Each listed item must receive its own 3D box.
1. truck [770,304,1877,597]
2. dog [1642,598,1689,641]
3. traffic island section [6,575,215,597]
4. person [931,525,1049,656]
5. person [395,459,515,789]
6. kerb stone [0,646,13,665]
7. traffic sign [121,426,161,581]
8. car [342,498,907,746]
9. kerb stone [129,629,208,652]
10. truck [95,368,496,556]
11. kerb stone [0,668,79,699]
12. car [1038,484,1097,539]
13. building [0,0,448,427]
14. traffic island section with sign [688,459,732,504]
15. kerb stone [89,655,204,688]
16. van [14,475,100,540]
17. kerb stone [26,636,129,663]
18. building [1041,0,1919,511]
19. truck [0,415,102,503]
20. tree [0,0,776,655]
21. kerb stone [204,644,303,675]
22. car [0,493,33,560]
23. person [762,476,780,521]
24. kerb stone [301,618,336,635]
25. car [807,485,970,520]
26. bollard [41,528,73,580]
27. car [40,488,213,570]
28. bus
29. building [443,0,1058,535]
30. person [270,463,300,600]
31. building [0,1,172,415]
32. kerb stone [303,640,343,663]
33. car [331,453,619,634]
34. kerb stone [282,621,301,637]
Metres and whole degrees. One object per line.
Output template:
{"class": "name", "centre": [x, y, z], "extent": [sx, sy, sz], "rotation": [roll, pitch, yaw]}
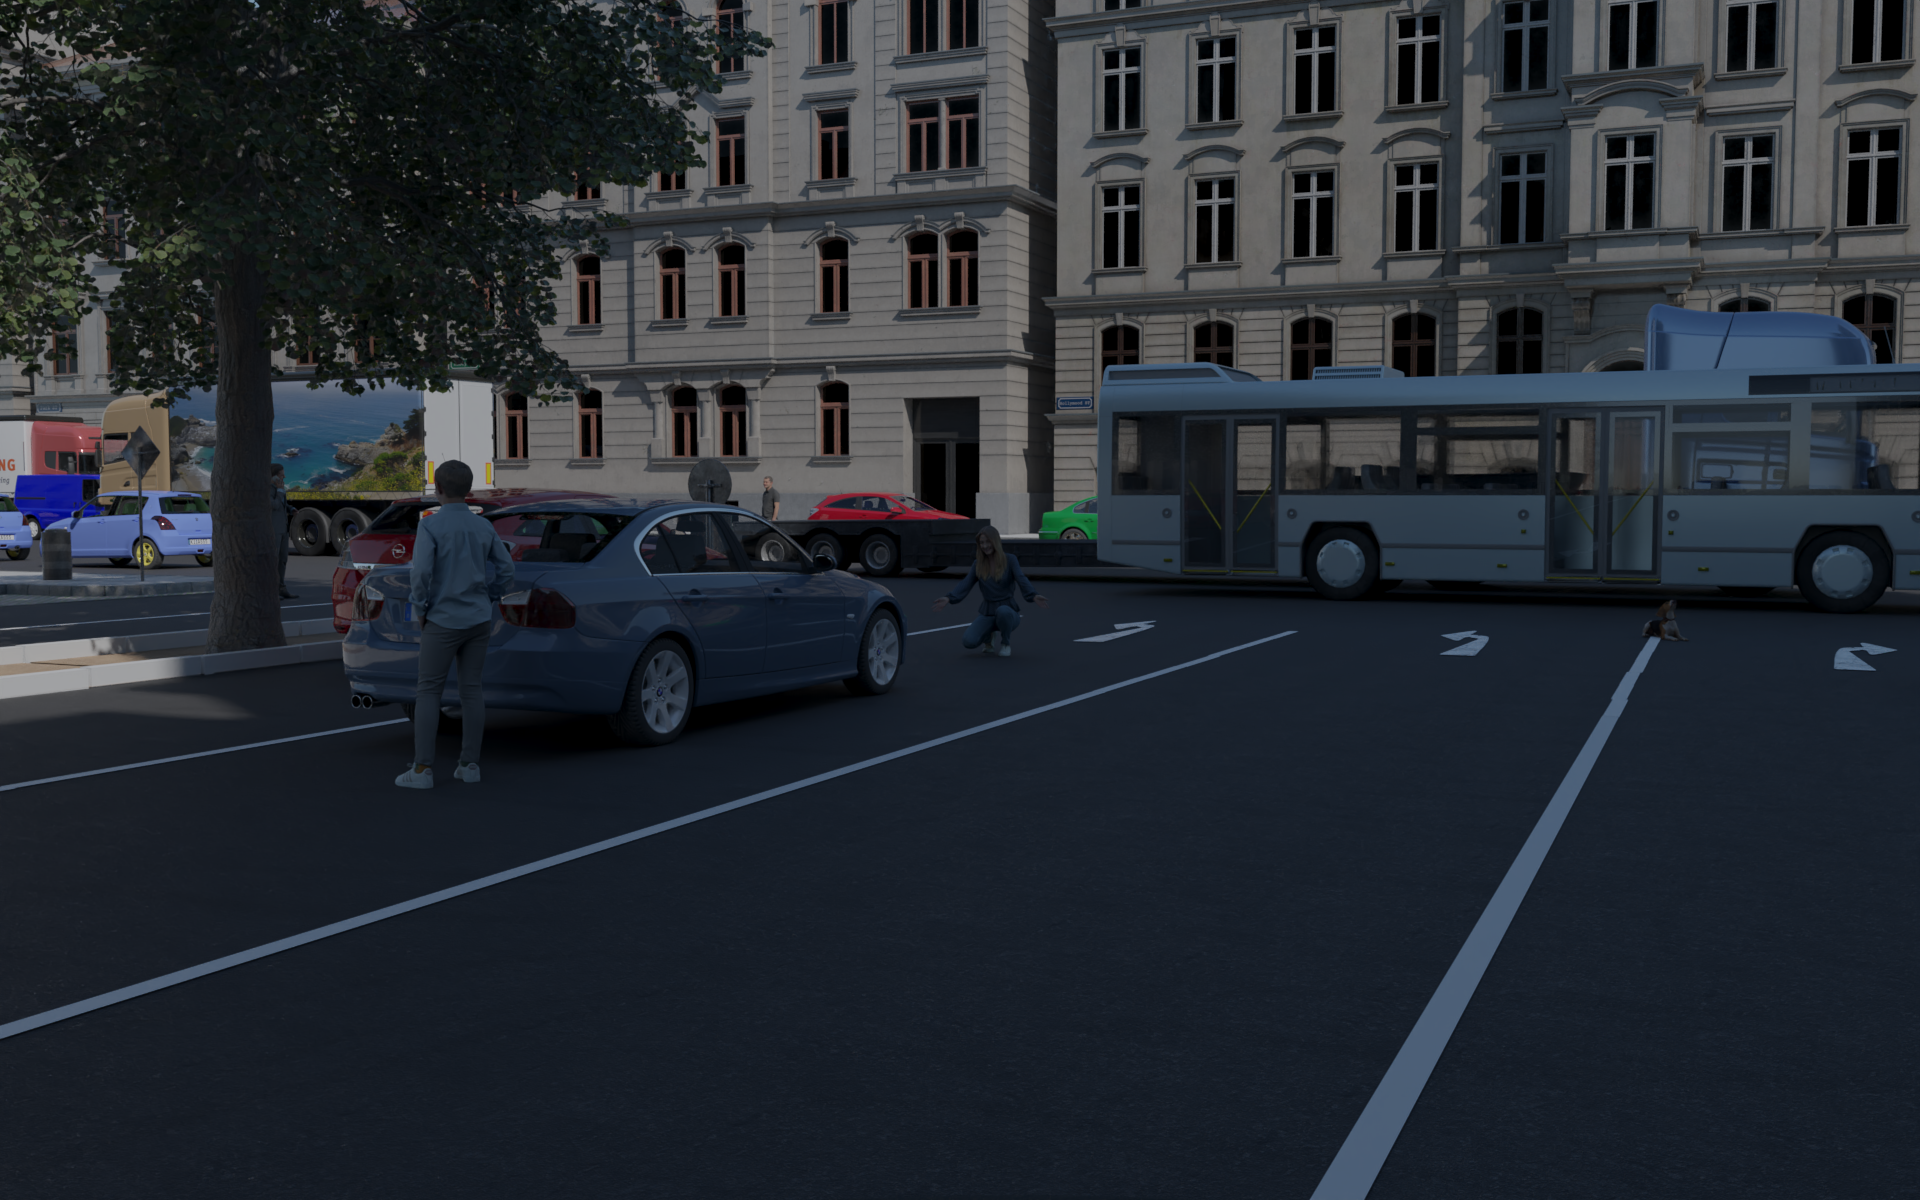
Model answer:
{"class": "truck", "centre": [4.948, -2.330, 27.855], "extent": [18.799, 4.110, 2.967], "rotation": [2, 4, 25]}
{"class": "dog", "centre": [7.056, 0.182, 17.218], "extent": [0.550, 0.427, 0.748], "rotation": [3, 5, 39]}
{"class": "traffic island section", "centre": [-12.056, -0.197, 25.505], "extent": [2.009, 0.180, 2.903], "rotation": [2, 4, 24]}
{"class": "person", "centre": [0.353, -0.083, 15.357], "extent": [1.012, 1.151, 0.738], "rotation": [2, 4, 23]}
{"class": "person", "centre": [-2.507, 0.104, 8.604], "extent": [0.589, 1.601, 0.330], "rotation": [-3, 4, -37]}
{"class": "kerb stone", "centre": [-8.157, 0.496, 14.168], "extent": [0.120, 0.150, 1.000], "rotation": [2, 4, 24]}
{"class": "traffic sign", "centre": [-12.031, -1.333, 25.433], "extent": [0.795, 2.450, 0.064], "rotation": [2, 4, 24]}
{"class": "car", "centre": [-1.936, 0.041, 11.331], "extent": [2.014, 1.417, 4.499], "rotation": [2, 4, 24]}
{"class": "kerb stone", "centre": [-7.312, 0.378, 16.039], "extent": [0.120, 0.150, 1.000], "rotation": [2, 4, 24]}
{"class": "truck", "centre": [-16.357, -3.220, 41.567], "extent": [11.283, 4.237, 2.839], "rotation": [2, 4, 25]}
{"class": "kerb stone", "centre": [-6.681, 0.609, 12.331], "extent": [0.120, 0.150, 1.000], "rotation": [2, 4, 24]}
{"class": "car", "centre": [4.124, -1.839, 38.865], "extent": [4.718, 1.807, 1.959], "rotation": [2, 4, 24]}
{"class": "building", "centre": [-27.239, -14.414, 71.832], "extent": [21.152, 22.565, 11.583], "rotation": [2, 4, 24]}
{"class": "traffic island section with sign", "centre": [-3.496, -0.844, 21.944], "extent": [2.006, 1.907, 1.989], "rotation": [2, 4, 24]}
{"class": "kerb stone", "centre": [-6.265, 0.546, 13.274], "extent": [0.120, 0.150, 1.000], "rotation": [2, 4, 24]}
{"class": "van", "centre": [-26.846, -3.015, 53.675], "extent": [5.245, 2.365, 2.240], "rotation": [2, 4, 26]}
{"class": "kerb stone", "centre": [-7.743, 0.434, 15.107], "extent": [0.120, 0.150, 1.000], "rotation": [2, 4, 24]}
{"class": "building", "centre": [20.473, -14.234, 51.808], "extent": [34.723, 24.649, 14.460], "rotation": [2, 4, 24]}
{"class": "truck", "centre": [-34.561, -4.539, 63.120], "extent": [11.283, 4.237, 2.839], "rotation": [1, 4, 23]}
{"class": "tree", "centre": [-6.301, -6.477, 15.004], "extent": [9.857, 13.997, 8.962], "rotation": [0, 3, 0]}
{"class": "kerb stone", "centre": [-5.839, 0.493, 14.208], "extent": [0.120, 0.150, 1.000], "rotation": [2, 4, 24]}
{"class": "car", "centre": [-21.860, -1.697, 37.341], "extent": [3.694, 1.707, 1.945], "rotation": [2, 4, 25]}
{"class": "person", "centre": [-3.990, -1.667, 35.881], "extent": [0.434, 1.807, 0.598], "rotation": [-2, 4, -25]}
{"class": "kerb stone", "centre": [-6.478, 0.264, 17.923], "extent": [0.120, 0.150, 1.000], "rotation": [2, 4, 24]}
{"class": "car", "centre": [-1.722, -2.133, 43.914], "extent": [4.494, 1.783, 2.155], "rotation": [2, 4, 23]}
{"class": "bollard", "centre": [-13.524, -0.686, 25.933], "extent": [0.404, 0.777, 0.398], "rotation": [0, 3, 0]}
{"class": "car", "centre": [-16.307, -1.494, 34.020], "extent": [3.694, 1.707, 1.945], "rotation": [1, 4, 22]}
{"class": "bus", "centre": [8.468, -1.711, 22.830], "extent": [13.247, 3.499, 2.948], "rotation": [2, 4, 25]}
{"class": "building", "centre": [-6.093, -16.896, 63.638], "extent": [23.554, 28.519, 14.401], "rotation": [2, 4, 24]}
{"class": "person", "centre": [-9.200, -0.929, 23.501], "extent": [0.447, 1.846, 0.655], "rotation": [0, 4, 3]}
{"class": "building", "centre": [-47.134, -18.013, 81.898], "extent": [23.554, 28.519, 14.401], "rotation": [2, 4, 24]}
{"class": "kerb stone", "centre": [-5.420, 0.431, 15.148], "extent": [0.120, 0.150, 1.000], "rotation": [2, 4, 24]}
{"class": "car", "centre": [-3.671, -0.414, 15.808], "extent": [2.155, 1.783, 4.494], "rotation": [1, 4, 22]}
{"class": "kerb stone", "centre": [-6.908, 0.319, 16.984], "extent": [0.120, 0.150, 1.000], "rotation": [2, 4, 24]}
